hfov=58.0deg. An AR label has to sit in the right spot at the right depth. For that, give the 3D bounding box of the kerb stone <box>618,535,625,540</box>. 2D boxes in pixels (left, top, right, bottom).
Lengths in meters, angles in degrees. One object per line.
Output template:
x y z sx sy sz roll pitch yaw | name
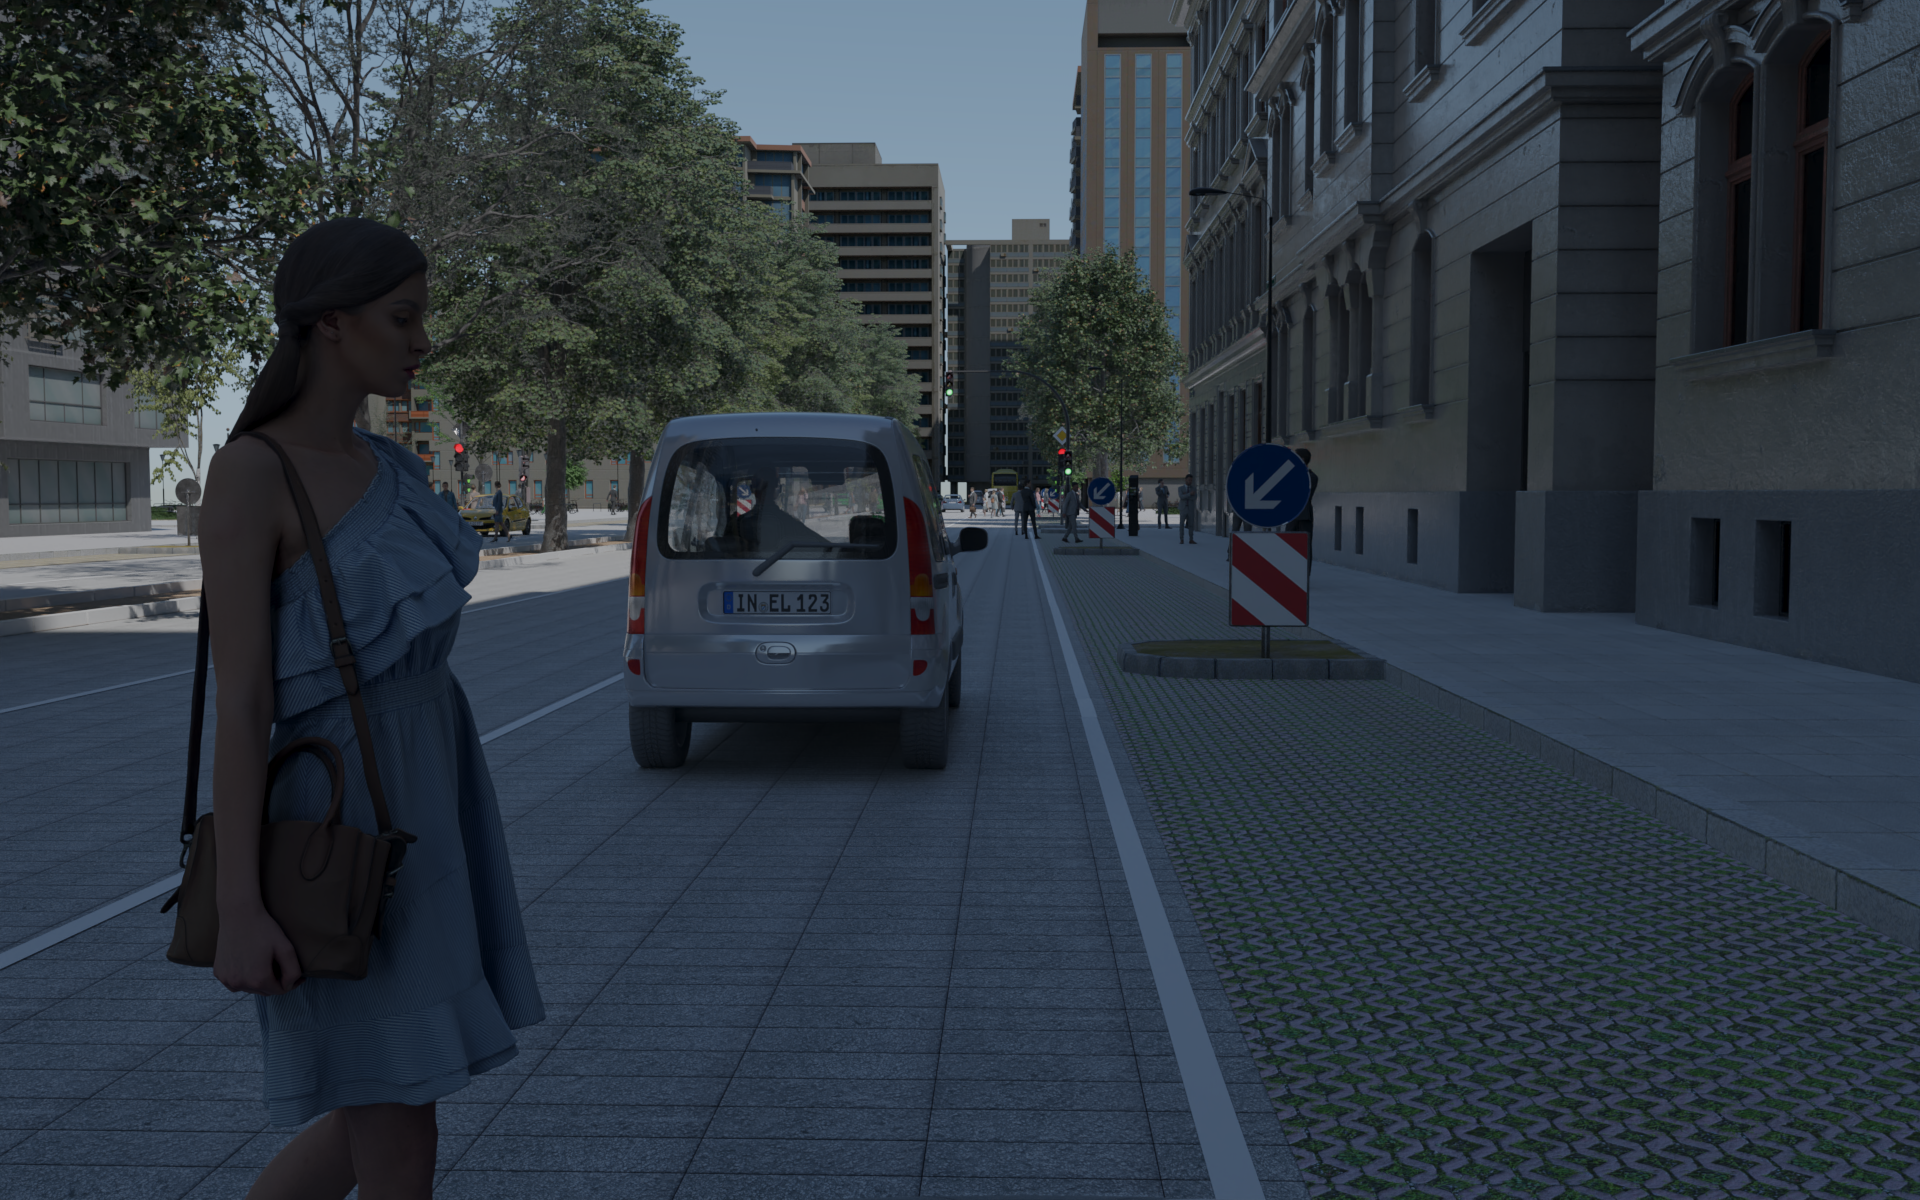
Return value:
-10.541 -1.904 53.324 0.120 0.150 1.000 0 4 2 | kerb stone

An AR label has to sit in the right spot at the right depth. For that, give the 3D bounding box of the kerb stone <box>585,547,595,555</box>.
-8.868 -1.148 40.968 0.120 0.150 1.000 0 4 2 | kerb stone

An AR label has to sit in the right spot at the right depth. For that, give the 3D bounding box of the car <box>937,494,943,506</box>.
-2.639 -10.608 185.243 2.131 1.459 4.920 0 4 2 | car

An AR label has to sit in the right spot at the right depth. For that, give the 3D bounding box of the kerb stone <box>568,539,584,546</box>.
-10.713 -1.589 48.209 0.120 0.150 1.000 0 4 2 | kerb stone

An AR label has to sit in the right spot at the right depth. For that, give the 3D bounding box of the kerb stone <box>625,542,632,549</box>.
-8.724 -1.399 45.072 0.120 0.150 1.000 0 4 2 | kerb stone

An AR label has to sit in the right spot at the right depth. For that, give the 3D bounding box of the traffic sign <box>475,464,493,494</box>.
-19.954 -4.432 72.566 0.768 2.556 0.104 0 4 5 | traffic sign

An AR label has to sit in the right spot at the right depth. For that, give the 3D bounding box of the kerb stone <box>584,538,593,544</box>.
-10.683 -1.652 49.230 0.120 0.150 1.000 0 4 2 | kerb stone

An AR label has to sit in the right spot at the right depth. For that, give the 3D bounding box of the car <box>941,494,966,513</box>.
-0.550 -7.574 135.833 2.014 1.417 4.499 0 4 2 | car

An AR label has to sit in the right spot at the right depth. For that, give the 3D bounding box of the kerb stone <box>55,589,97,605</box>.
-11.594 -0.021 22.544 0.120 0.150 1.000 0 4 2 | kerb stone

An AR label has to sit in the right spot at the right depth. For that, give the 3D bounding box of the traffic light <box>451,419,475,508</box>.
-18.511 -4.619 64.443 0.839 4.253 0.868 0 4 2 | traffic light

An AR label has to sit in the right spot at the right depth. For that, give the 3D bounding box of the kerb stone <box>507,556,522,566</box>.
-9.063 -0.773 34.829 0.120 0.150 1.000 0 4 2 | kerb stone

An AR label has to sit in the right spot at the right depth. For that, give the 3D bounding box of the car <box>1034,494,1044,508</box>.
7.024 -9.028 159.604 2.014 1.417 4.499 0 4 3 | car

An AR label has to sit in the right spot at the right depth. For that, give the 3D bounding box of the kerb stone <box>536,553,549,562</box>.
-8.999 -0.895 36.880 0.120 0.150 1.000 0 4 2 | kerb stone

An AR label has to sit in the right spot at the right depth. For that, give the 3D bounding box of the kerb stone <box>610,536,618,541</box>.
-10.587 -1.841 52.299 0.120 0.150 1.000 0 4 2 | kerb stone

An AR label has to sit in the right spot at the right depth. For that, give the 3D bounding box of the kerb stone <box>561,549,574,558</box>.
-8.927 -1.023 38.925 0.120 0.150 1.000 0 4 2 | kerb stone

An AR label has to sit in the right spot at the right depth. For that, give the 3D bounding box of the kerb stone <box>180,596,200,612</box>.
-9.516 0.042 21.508 0.120 0.150 1.000 0 4 2 | kerb stone

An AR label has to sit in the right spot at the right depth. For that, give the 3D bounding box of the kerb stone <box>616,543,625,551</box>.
-8.760 -1.337 44.050 0.120 0.150 1.000 0 4 2 | kerb stone

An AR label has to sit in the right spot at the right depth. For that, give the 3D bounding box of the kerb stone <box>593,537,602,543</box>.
-10.645 -1.715 50.256 0.120 0.150 1.000 0 4 2 | kerb stone

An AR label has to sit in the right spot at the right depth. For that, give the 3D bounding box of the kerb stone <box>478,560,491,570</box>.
-9.136 -0.646 32.777 0.120 0.150 1.000 0 4 2 | kerb stone

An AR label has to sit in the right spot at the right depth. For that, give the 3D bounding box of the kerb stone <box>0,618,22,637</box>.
-9.663 0.292 17.414 0.120 0.150 1.000 0 4 2 | kerb stone

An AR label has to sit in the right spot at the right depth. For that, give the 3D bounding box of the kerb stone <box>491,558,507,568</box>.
-9.100 -0.705 33.807 0.120 0.150 1.000 0 4 2 | kerb stone

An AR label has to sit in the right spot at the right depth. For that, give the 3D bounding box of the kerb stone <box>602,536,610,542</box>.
-10.616 -1.779 51.278 0.120 0.150 1.000 0 4 2 | kerb stone

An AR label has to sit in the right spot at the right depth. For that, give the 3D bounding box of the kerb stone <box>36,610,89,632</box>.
-9.624 0.230 18.435 0.120 0.150 1.000 0 4 2 | kerb stone

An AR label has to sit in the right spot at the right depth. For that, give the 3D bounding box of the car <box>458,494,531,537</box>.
-15.968 -2.997 59.223 2.015 1.641 3.980 0 4 2 | car

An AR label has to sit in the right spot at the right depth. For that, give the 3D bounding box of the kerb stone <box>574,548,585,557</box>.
-8.899 -1.086 39.946 0.120 0.150 1.000 0 4 2 | kerb stone

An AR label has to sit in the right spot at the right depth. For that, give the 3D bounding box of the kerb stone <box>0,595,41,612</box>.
-11.618 0.041 21.522 0.120 0.150 1.000 0 4 2 | kerb stone

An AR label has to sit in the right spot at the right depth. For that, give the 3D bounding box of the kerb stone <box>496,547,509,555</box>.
-10.961 -1.152 41.024 0.120 0.150 1.000 0 4 2 | kerb stone

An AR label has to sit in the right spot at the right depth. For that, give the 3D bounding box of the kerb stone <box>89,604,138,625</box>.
-9.583 0.167 19.460 0.120 0.150 1.000 0 4 2 | kerb stone

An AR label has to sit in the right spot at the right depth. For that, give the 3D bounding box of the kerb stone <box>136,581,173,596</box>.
-11.514 -0.141 24.590 0.120 0.150 1.000 0 4 2 | kerb stone

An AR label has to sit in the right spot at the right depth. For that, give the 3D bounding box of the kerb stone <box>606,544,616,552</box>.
-8.798 -1.270 43.029 0.120 0.150 1.000 0 4 2 | kerb stone

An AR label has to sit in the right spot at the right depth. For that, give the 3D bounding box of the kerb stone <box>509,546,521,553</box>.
-10.923 -1.214 42.050 0.120 0.150 1.000 0 4 2 | kerb stone

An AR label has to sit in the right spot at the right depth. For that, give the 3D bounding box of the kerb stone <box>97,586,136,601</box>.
-11.560 -0.084 23.565 0.120 0.150 1.000 0 4 2 | kerb stone

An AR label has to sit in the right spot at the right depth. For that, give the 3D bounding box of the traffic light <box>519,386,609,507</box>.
-16.147 -5.977 72.388 4.771 5.953 1.251 0 4 2 | traffic light

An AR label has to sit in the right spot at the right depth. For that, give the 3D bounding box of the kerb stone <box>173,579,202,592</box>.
-11.486 -0.210 25.623 0.120 0.150 1.000 0 4 2 | kerb stone

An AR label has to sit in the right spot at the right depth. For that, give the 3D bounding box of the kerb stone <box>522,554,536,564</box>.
-9.037 -0.835 35.855 0.120 0.150 1.000 0 4 2 | kerb stone

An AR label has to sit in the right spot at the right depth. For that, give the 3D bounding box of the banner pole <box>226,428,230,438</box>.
-27.430 -4.622 65.587 0.863 3.779 0.401 -1 4 -14 | banner pole

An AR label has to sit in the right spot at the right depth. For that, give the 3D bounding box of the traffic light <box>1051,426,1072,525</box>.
4.208 -5.062 71.683 0.839 4.253 0.868 0 4 2 | traffic light

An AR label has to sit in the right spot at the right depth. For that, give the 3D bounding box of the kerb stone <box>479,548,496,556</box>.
-10.992 -1.086 40.001 0.120 0.150 1.000 0 4 2 | kerb stone

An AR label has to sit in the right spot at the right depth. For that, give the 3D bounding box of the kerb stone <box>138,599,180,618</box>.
-9.556 0.113 20.485 0.120 0.150 1.000 0 4 2 | kerb stone

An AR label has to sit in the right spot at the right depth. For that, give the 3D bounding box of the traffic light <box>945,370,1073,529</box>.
1.844 -5.441 63.631 4.771 5.953 1.251 0 4 2 | traffic light

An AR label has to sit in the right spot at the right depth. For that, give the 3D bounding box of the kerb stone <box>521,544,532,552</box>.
-10.898 -1.277 43.073 0.120 0.150 1.000 0 4 2 | kerb stone

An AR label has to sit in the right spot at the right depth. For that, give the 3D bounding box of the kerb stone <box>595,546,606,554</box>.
-8.828 -1.206 41.993 0.120 0.150 1.000 0 4 2 | kerb stone

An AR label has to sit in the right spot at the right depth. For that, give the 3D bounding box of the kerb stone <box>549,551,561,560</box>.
-8.972 -0.961 37.904 0.120 0.150 1.000 0 4 2 | kerb stone

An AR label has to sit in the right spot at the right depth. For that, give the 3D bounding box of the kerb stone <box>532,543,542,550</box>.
-10.851 -1.339 44.094 0.120 0.150 1.000 0 4 2 | kerb stone
